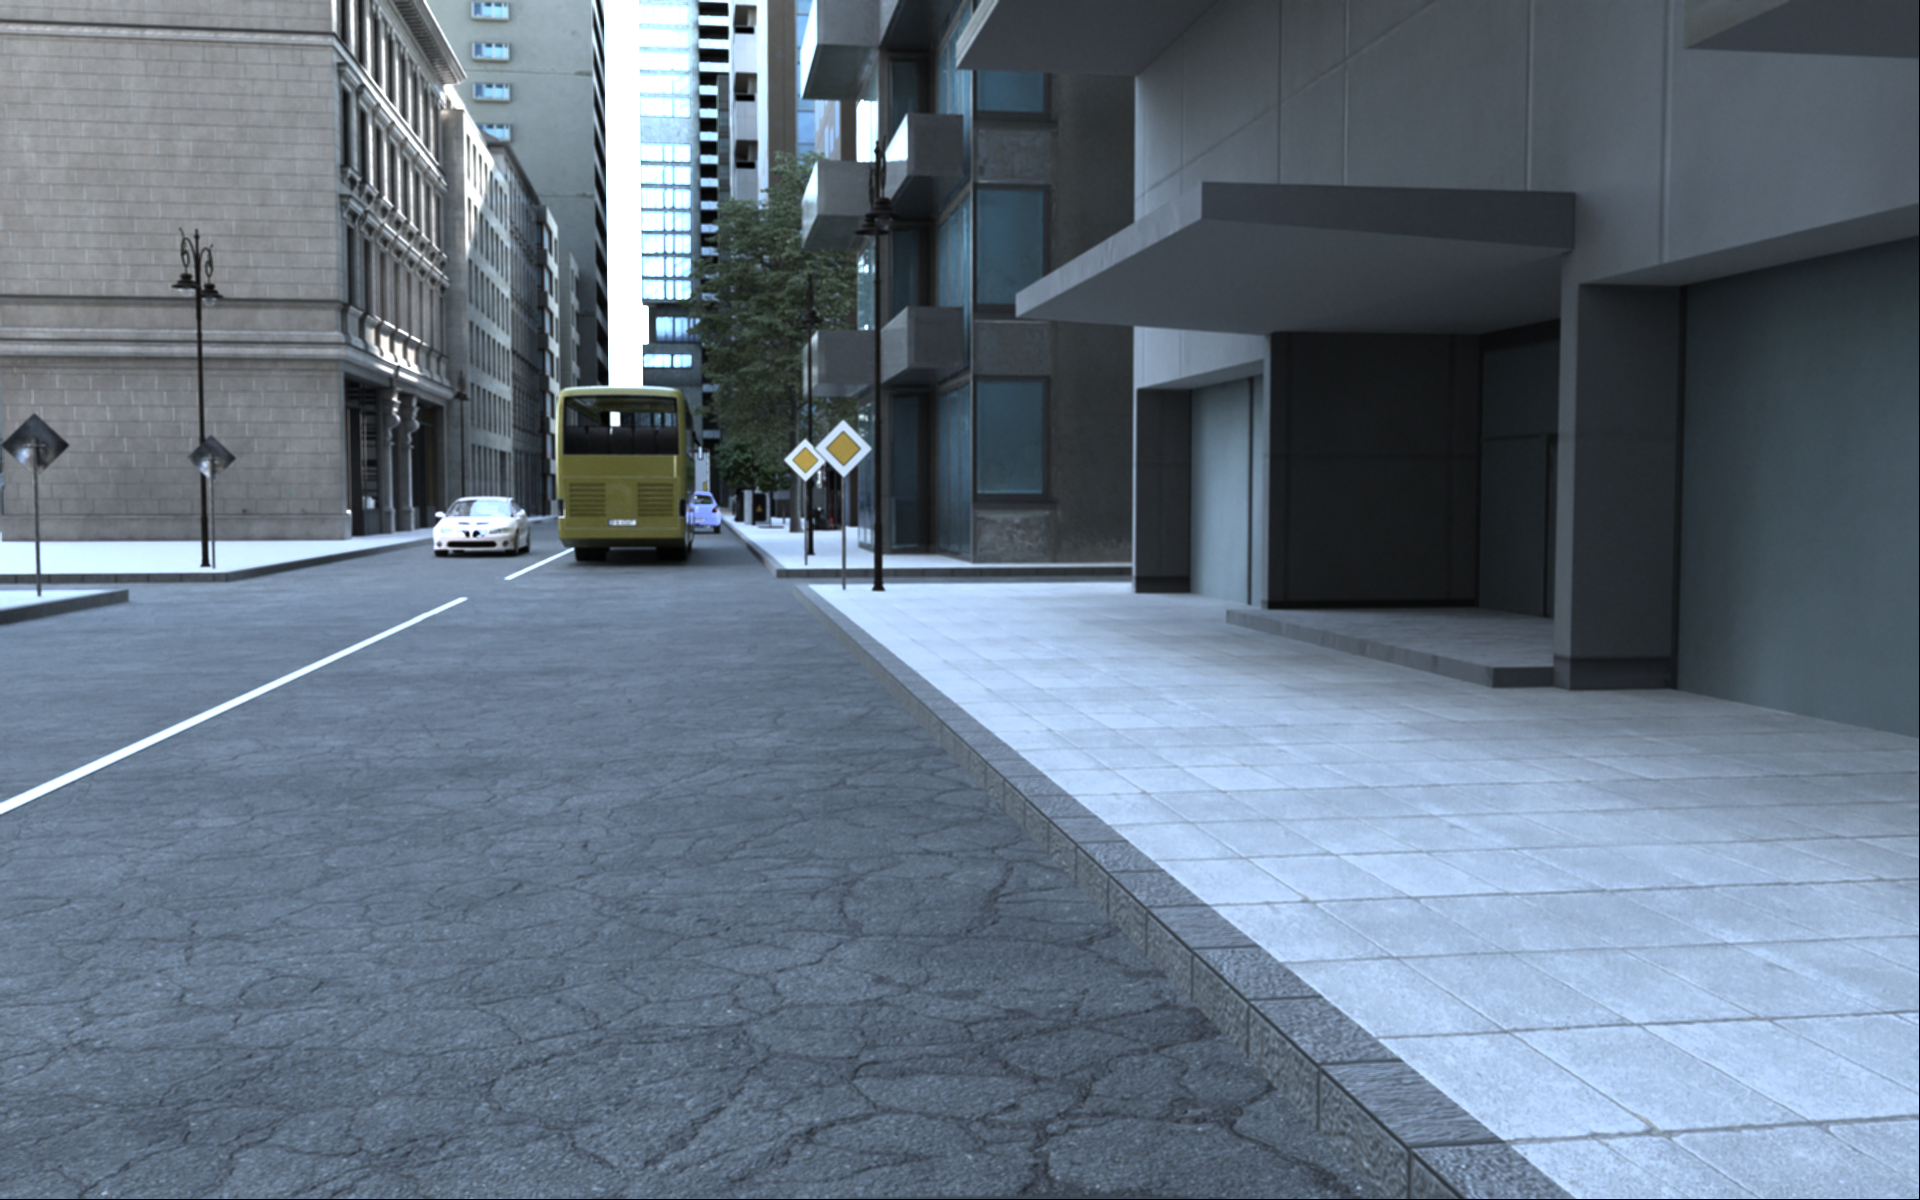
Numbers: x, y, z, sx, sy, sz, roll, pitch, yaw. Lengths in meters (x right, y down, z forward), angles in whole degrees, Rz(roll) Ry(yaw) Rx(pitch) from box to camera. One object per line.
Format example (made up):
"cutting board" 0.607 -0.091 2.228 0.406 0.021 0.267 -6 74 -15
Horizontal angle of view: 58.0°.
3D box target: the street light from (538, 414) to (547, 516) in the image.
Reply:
"street light" -23.989 -7.760 99.667 0.468 5.910 1.993 -1 4 -9

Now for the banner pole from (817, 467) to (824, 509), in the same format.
"banner pole" -6.802 -5.795 84.762 0.401 3.779 0.863 2 4 27

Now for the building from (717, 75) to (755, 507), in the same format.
"building" -17.118 -29.963 173.483 14.154 41.232 14.086 -1 4 -9

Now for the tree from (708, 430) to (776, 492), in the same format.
"tree" -10.591 -6.162 84.464 4.285 4.588 4.351 0 3 0

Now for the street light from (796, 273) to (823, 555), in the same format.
"street light" -3.146 -3.886 36.323 0.468 5.910 1.993 -1 4 -9

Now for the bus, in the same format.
"bus" -7.474 -2.967 40.054 2.896 3.916 12.252 0 4 -8

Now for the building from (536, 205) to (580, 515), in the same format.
"building" -40.538 -16.574 116.020 27.650 21.520 28.899 -1 4 -9

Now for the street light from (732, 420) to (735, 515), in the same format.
"street light" -13.744 -8.086 104.997 0.468 5.910 1.993 -1 4 -9

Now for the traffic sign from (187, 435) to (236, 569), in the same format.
"traffic sign" -12.749 -1.584 29.537 0.795 2.450 0.064 -1 4 -9

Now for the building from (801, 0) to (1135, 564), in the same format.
"building" 11.372 -25.824 41.827 30.456 49.044 23.786 -1 4 -9

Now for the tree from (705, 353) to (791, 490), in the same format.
"tree" -10.709 -8.498 89.312 4.360 8.622 3.978 0 3 0

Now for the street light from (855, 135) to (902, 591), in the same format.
"street light" -1.084 -3.060 22.818 0.468 5.910 1.993 -1 4 -9

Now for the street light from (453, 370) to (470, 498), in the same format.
"street light" -18.531 -5.611 64.520 0.468 5.910 1.993 -1 4 -9

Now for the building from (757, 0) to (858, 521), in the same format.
"building" -4.359 -27.459 99.067 14.600 45.320 14.200 -1 4 -9

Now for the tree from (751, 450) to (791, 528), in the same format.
"tree" -7.254 -4.330 65.397 1.663 3.219 1.824 0 3 0

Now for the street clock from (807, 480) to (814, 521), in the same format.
"street clock" -7.275 -4.829 83.524 0.471 2.002 0.358 -2 4 -24

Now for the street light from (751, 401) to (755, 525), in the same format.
"street light" -8.463 -5.997 70.842 0.468 5.910 1.993 -1 4 -9

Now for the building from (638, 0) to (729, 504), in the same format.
"building" -24.733 -54.160 198.190 31.000 86.520 22.319 -1 4 -9

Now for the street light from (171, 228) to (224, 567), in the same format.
"street light" -13.311 -3.522 30.376 0.468 5.910 1.993 -1 4 -9

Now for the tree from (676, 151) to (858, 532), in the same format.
"tree" -5.489 -8.516 57.372 7.486 12.596 7.792 0 3 0

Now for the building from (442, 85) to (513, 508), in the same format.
"building" -26.001 -13.547 76.249 10.420 20.320 16.860 -1 4 -9

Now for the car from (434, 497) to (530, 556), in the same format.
"car" -11.367 -1.774 41.368 2.083 1.381 4.827 -1 4 -9

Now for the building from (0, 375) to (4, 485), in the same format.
"building" -84.994 -29.421 164.634 14.086 41.232 14.154 -1 4 -9

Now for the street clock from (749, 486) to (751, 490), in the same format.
"street clock" -11.323 -5.378 92.508 0.358 2.002 0.471 -2 4 -28

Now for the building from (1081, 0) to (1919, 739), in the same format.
"building" 15.045 -25.770 10.576 28.713 52.752 27.495 -1 4 -9

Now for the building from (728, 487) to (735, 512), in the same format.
"building" -1.015 -26.727 128.875 32.217 40.220 23.993 -1 4 -9

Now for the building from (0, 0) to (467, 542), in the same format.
"building" -21.583 -12.049 47.907 10.553 20.767 40.483 -1 4 -9

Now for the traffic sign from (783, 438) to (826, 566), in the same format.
"traffic sign" -2.768 -1.676 31.043 0.795 2.450 0.064 -1 4 -9

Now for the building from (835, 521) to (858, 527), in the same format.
"building" 1.181 -25.917 73.851 14.600 45.320 14.200 -1 4 -9

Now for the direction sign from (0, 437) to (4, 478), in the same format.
"direction sign" -35.846 -4.464 64.980 0.876 3.537 0.379 -2 4 -26

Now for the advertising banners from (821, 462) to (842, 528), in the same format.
"advertising banners" -4.778 -4.190 64.692 0.090 3.025 2.074 -2 4 -27

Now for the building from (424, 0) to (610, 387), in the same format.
"building" -39.978 -31.625 140.777 21.300 48.544 21.600 -1 4 -9

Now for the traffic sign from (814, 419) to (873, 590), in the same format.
"traffic sign" -1.557 -1.193 23.150 0.795 2.450 0.064 -1 4 -9

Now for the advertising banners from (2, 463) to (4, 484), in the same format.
"advertising banners" -53.532 -6.151 96.759 0.090 3.025 2.074 -1 4 -23

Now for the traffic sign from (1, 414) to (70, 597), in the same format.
"traffic sign" -11.538 -1.101 21.644 0.795 2.450 0.064 -1 4 -9

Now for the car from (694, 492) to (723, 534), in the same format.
"car" -9.724 -3.330 64.041 1.945 1.707 3.694 -1 4 -9

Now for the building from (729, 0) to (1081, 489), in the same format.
"building" -6.604 -34.526 153.746 28.713 52.752 27.495 -1 4 -9

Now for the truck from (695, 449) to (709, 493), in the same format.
"truck" -17.707 -7.543 112.248 2.839 4.237 11.283 -1 4 -11

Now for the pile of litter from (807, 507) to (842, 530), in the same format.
"pile of litter" -4.855 -2.913 61.585 1.176 0.858 1.719 -2 4 -33

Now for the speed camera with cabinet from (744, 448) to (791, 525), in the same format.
"speed camera with cabinet" -8.149 -4.847 73.584 2.038 3.252 0.660 -2 4 -33

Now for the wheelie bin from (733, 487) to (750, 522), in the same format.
"wheelie bin" -9.963 -4.402 79.874 0.980 1.594 0.693 -2 4 -35

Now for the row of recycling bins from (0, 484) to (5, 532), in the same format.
"row of recycling bins" -32.435 -3.197 59.385 1.069 1.692 3.534 -2 4 -33

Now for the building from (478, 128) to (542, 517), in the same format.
"building" -28.311 -14.952 93.610 9.793 20.994 18.267 -1 4 -9
